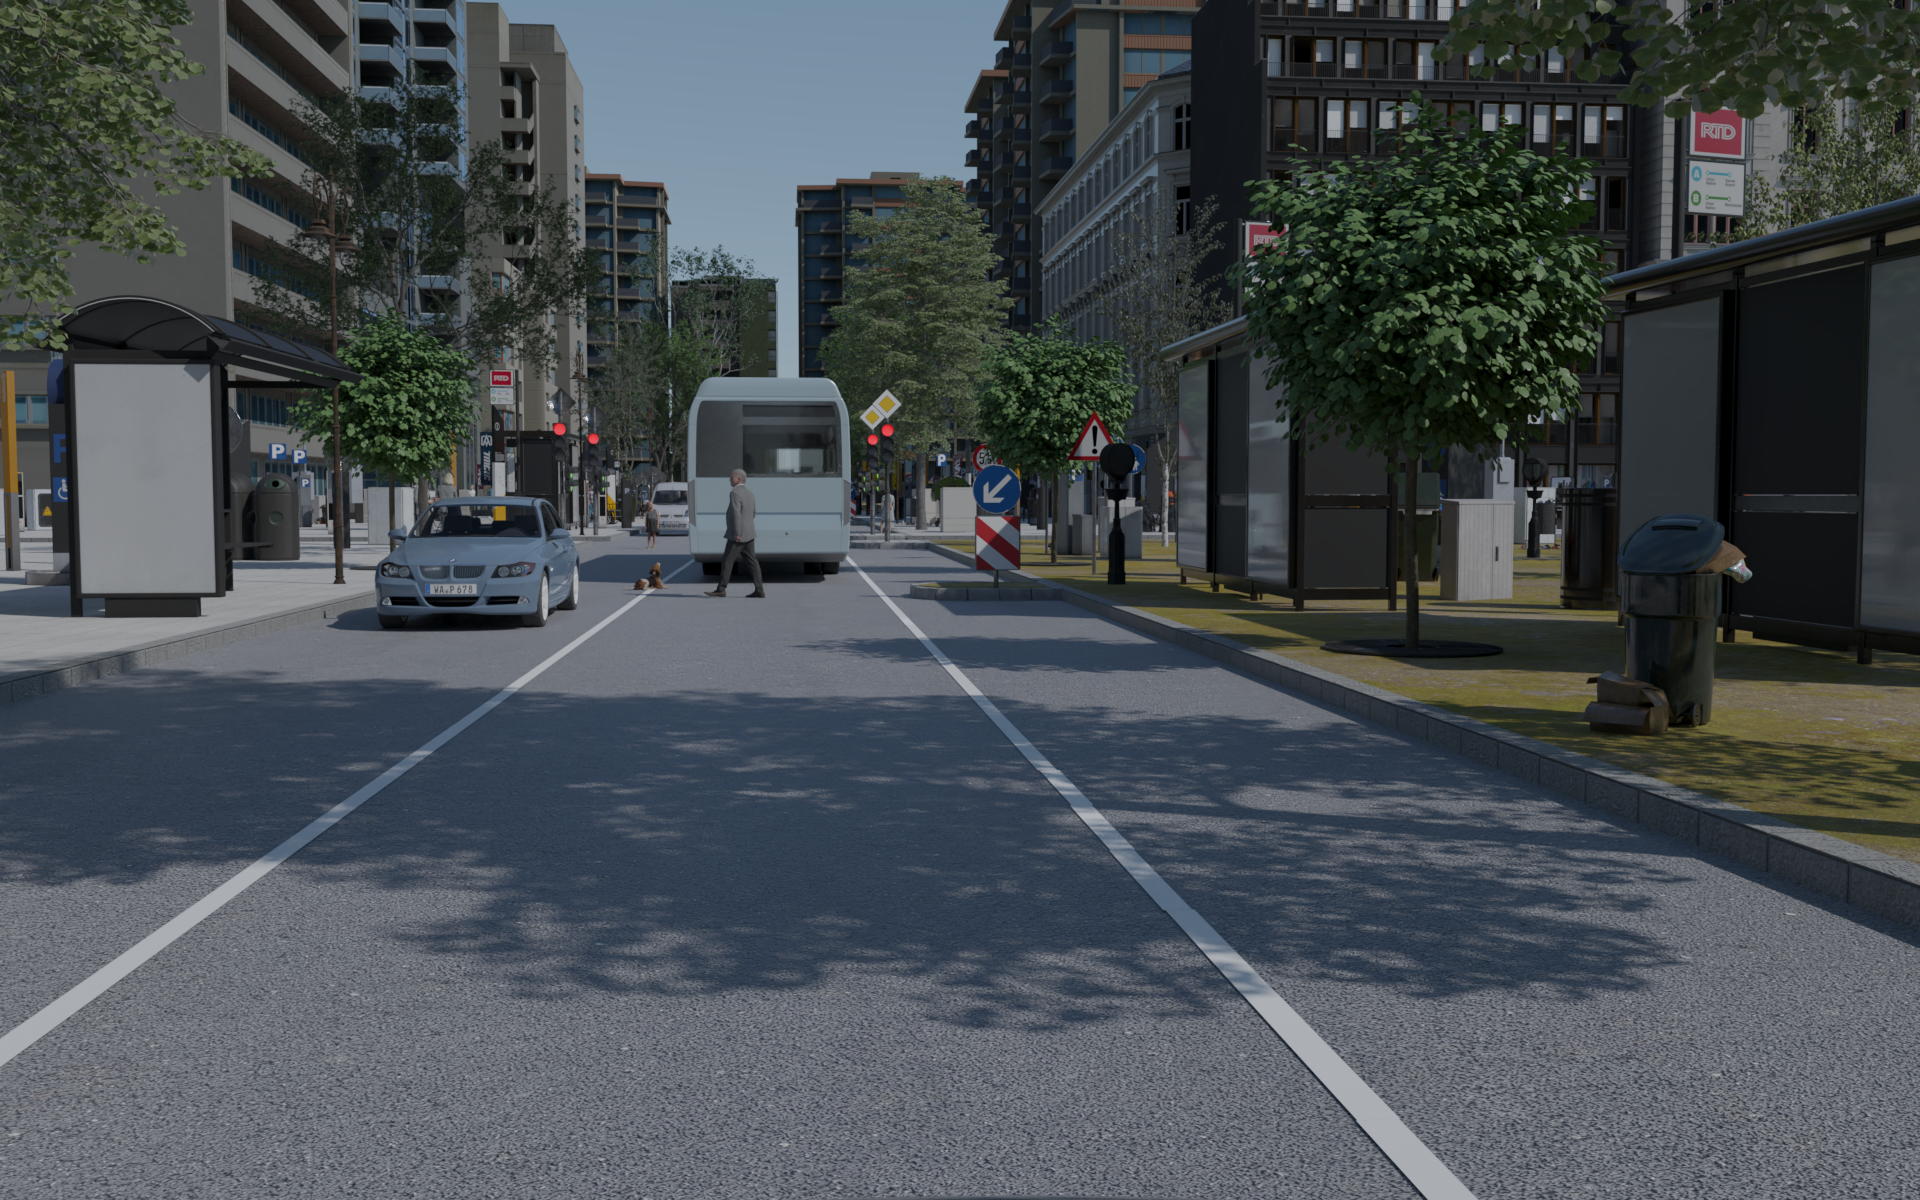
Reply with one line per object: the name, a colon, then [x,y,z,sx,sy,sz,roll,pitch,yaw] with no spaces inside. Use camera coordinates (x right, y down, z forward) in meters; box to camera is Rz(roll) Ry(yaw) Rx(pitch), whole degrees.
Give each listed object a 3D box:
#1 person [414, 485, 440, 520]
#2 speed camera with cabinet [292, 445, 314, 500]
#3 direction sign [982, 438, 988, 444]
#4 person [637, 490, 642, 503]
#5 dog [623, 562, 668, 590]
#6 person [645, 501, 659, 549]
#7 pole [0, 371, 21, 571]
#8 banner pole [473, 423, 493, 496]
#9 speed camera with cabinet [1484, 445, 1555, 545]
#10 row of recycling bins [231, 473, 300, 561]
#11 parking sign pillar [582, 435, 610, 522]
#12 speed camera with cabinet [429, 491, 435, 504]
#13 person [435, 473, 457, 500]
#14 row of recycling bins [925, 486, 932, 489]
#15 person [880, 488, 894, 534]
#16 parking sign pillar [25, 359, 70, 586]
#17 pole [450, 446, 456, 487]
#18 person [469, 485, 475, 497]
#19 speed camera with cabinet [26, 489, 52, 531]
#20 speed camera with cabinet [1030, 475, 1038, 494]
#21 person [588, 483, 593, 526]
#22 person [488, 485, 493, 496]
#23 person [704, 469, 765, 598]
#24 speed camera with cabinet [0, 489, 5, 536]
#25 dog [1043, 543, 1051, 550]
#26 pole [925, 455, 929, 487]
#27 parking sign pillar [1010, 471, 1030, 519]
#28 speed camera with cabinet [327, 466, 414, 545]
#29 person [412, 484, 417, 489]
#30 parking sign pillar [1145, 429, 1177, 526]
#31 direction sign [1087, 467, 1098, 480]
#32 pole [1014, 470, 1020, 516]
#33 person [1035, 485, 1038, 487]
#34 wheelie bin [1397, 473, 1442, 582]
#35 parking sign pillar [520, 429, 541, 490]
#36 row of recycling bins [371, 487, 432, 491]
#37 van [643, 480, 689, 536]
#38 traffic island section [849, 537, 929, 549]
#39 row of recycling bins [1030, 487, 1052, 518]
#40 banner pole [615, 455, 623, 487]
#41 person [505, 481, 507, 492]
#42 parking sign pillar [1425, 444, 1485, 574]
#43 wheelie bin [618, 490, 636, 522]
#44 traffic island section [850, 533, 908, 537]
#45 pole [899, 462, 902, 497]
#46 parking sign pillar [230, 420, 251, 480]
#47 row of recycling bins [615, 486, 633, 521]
person: [-12.508,-2.104,40.644,0.583,1.804,0.606,0,4,3]
speed camera with cabinet: [-27.226,-4.632,70.075,2.038,3.252,0.660,1,4,9]
direction sign: [1.221,-4.633,67.741,0.876,3.537,0.379,2,4,33]
person: [-34.129,-10.870,184.482,1.217,1.735,0.721,0,4,1]
dog: [-4.742,-0.358,26.047,0.748,0.427,0.550,-1,4,-16]
person: [-8.098,-1.979,45.525,0.362,1.253,0.373,0,4,-1]
pole: [-15.777,-2.136,28.766,0.158,3.312,0.155,0,3,0]
banner pole: [-16.890,-4.359,61.280,0.863,3.779,0.401,-1,4,-13]
speed camera with cabinet: [14.152,-3.036,43.978,2.038,3.252,0.660,-2,4,-25]
row of recycling bins: [-14.575,-1.624,33.657,3.534,1.692,1.069,0,4,3]
parking sign pillar: [-17.506,-5.701,81.690,1.447,3.967,1.447,-2,4,-24]
speed camera with cabinet: [-28.235,-5.909,90.940,0.660,3.252,2.038,0,4,6]
person: [-12.648,-2.230,42.691,0.537,1.800,0.526,0,4,-7]
row of recycling bins: [-1.291,-4.959,88.194,1.069,1.692,3.534,1,4,13]
person: [-2.401,-2.921,57.257,0.512,1.701,0.522,-2,4,-26]
parking sign pillar: [-12.632,-2.222,24.798,1.447,3.967,1.447,-1,4,-13]
pole: [-16.454,-3.816,56.228,0.158,3.312,0.155,0,3,0]
person: [-27.493,-5.585,97.589,0.478,1.798,0.641,0,4,4]
speed camera with cabinet: [-31.944,-4.102,61.397,0.660,3.252,2.038,3,4,36]
speed camera with cabinet: [4.343,-7.698,120.194,2.038,3.252,0.660,1,4,13]
person: [-15.123,-3.893,70.532,0.563,1.720,0.643,3,5,42]
person: [-23.440,-4.902,86.534,0.444,1.785,0.601,-1,4,-21]
person: [-3.104,-0.917,23.894,0.834,1.777,0.661,1,4,10]
speed camera with cabinet: [-29.476,-3.545,52.291,0.660,3.252,2.038,-1,4,-12]
dog: [2.101,-1.363,40.016,0.748,0.427,0.550,-2,4,-29]
pole: [-1.757,-5.950,91.119,0.158,3.312,0.155,0,3,0]
parking sign pillar: [2.965,-6.240,90.493,1.447,3.967,1.447,-1,4,-18]
speed camera with cabinet: [-14.855,-3.015,43.639,2.038,3.252,0.660,1,4,10]
person: [-26.056,-4.755,83.142,0.648,1.900,0.474,0,4,-8]
parking sign pillar: [8.227,-5.028,70.677,1.447,3.967,1.447,0,4,-3]
direction sign: [7.296,-6.318,95.304,0.876,3.537,0.379,-3,5,-42]
pole: [2.377,-4.782,72.028,0.158,3.312,0.155,0,3,0]
person: [4.492,-5.664,98.825,0.473,1.802,0.592,3,4,39]
wheelie bin: [6.704,-1.081,25.584,0.980,1.594,0.693,1,4,11]
parking sign pillar: [-17.881,-5.135,72.426,1.447,3.967,1.447,2,4,35]
row of recycling bins: [-30.842,-5.403,95.459,3.534,1.692,1.069,-1,4,-11]
van: [-9.924,-3.244,60.057,2.013,2.044,4.112,0,4,-7]
traffic island section: [-1.938,-1.493,46.684,2.009,0.180,2.903,0,4,-6]
row of recycling bins: [3.809,-5.375,94.992,3.534,1.692,1.069,1,4,18]
banner pole: [-21.906,-7.422,111.363,0.401,3.779,0.863,3,5,41]
person: [-16.321,-3.413,62.414,0.524,1.755,0.480,-2,4,-32]
parking sign pillar: [8.083,-2.433,28.249,1.447,3.967,1.447,3,5,42]
wheelie bin: [-15.149,-4.338,78.841,0.693,1.594,0.980,-3,5,-44]
traffic island section: [-2.732,-1.979,54.630,2.009,0.180,2.903,0,4,-6]
pole: [-3.776,-7.117,110.207,0.158,3.312,0.155,0,3,0]
parking sign pillar: [-26.498,-4.559,63.014,1.447,3.967,1.447,3,4,38]
row of recycling bins: [-16.665,-4.806,85.691,1.069,1.692,3.534,-1,4,-11]
